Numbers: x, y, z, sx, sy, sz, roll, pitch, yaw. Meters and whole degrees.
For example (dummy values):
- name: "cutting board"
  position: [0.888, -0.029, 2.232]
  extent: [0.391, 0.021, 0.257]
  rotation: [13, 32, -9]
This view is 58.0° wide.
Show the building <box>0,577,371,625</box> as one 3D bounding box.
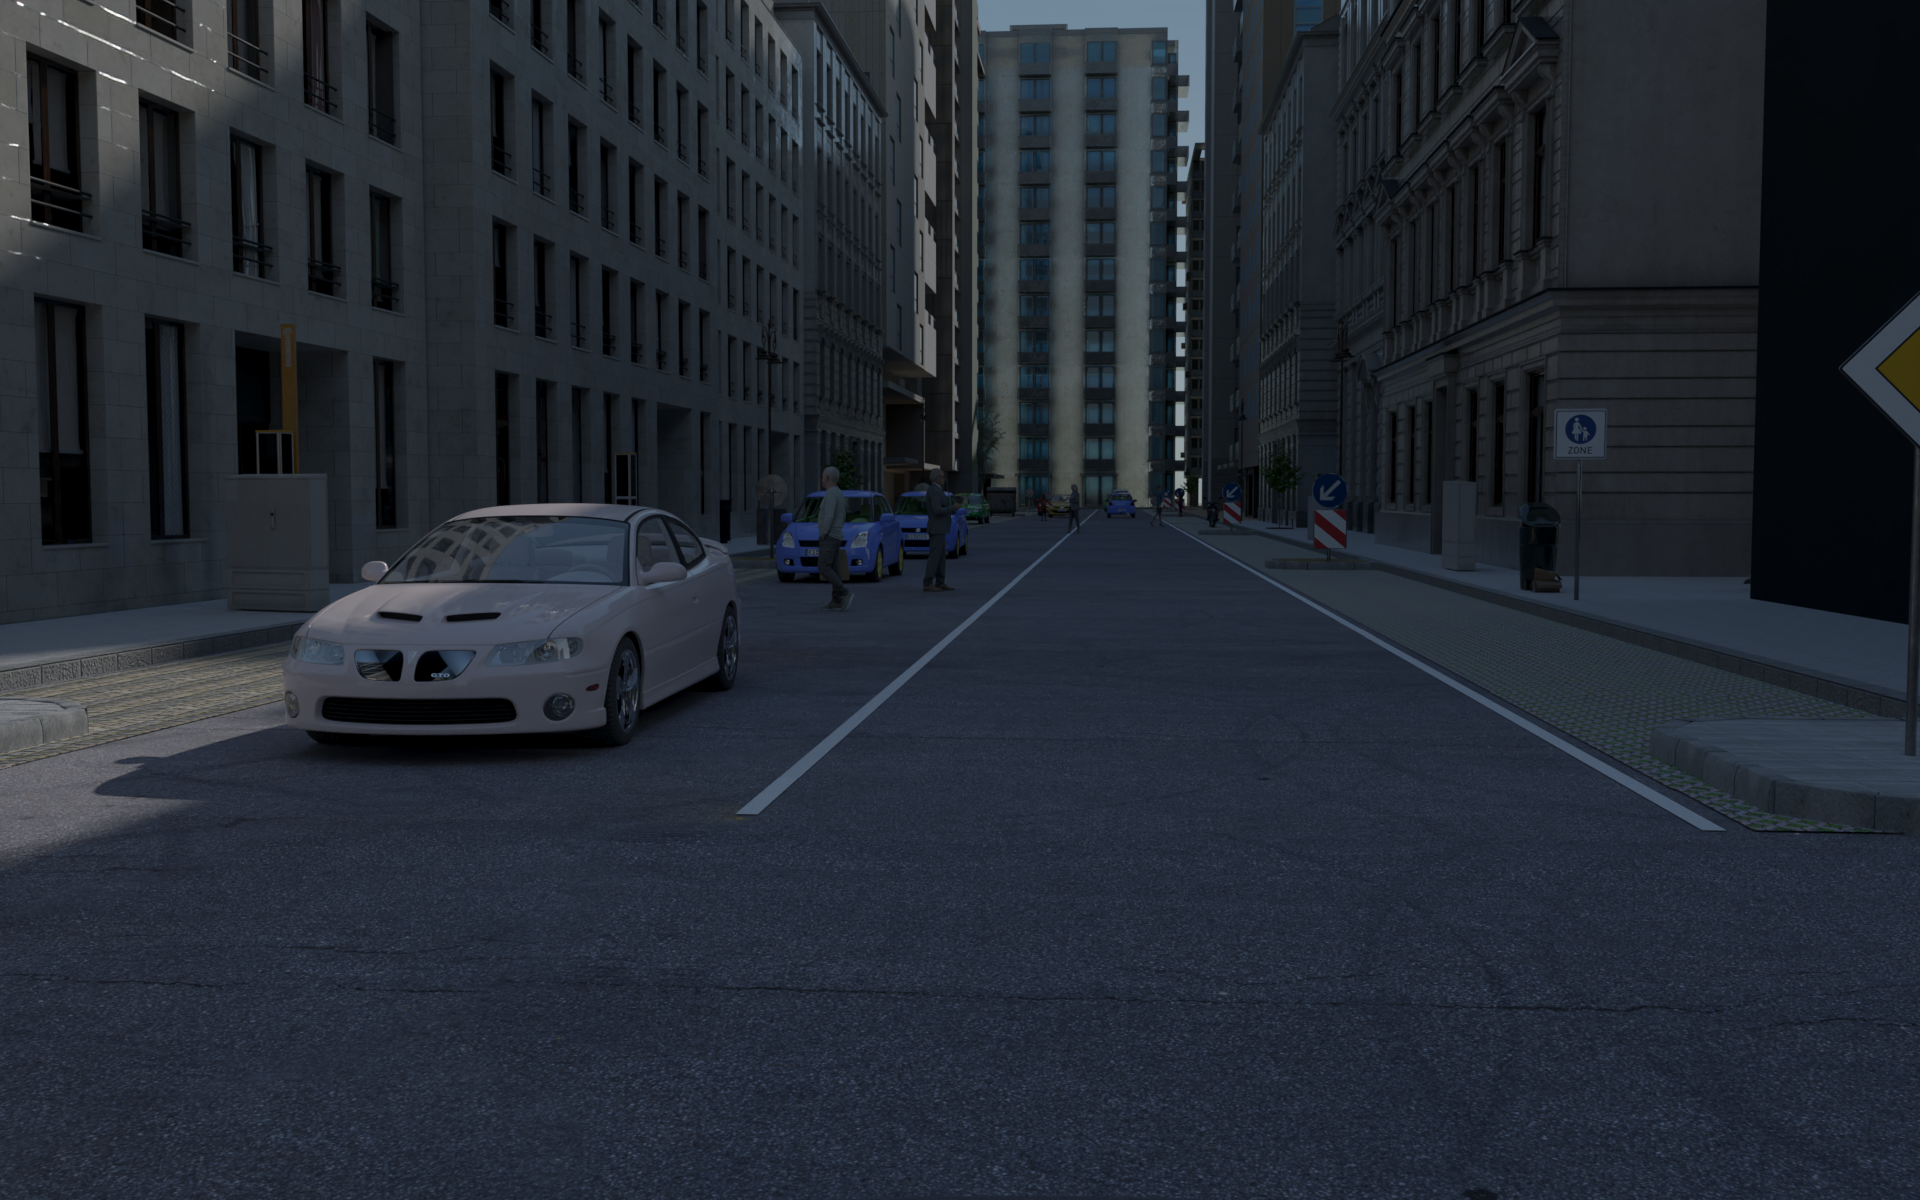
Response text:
- name: "building"
  position: [-14.352, -10.051, 19.083]
  extent: [10.420, 20.320, 16.860]
  rotation: [0, 4, 5]

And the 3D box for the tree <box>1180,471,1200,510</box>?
- name: "tree"
  position: [19.014, -9.117, 143.661]
  extent: [1.663, 3.219, 1.824]
  rotation: [0, 3, 0]

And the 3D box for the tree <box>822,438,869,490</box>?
- name: "tree"
  position: [-3.907, -3.969, 59.496]
  extent: [1.663, 3.219, 1.824]
  rotation: [0, 3, 0]

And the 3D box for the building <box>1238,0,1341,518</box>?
- name: "building"
  position: [22.206, -26.934, 90.484]
  extent: [14.600, 45.320, 14.200]
  rotation: [0, 4, 5]

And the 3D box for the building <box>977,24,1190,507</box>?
- name: "building"
  position: [8.120, -34.253, 179.651]
  extent: [30.456, 49.044, 23.786]
  rotation: [0, 4, 5]

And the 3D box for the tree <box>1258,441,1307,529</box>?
- name: "tree"
  position: [11.902, -4.223, 63.652]
  extent: [1.663, 3.219, 1.824]
  rotation: [0, 3, 0]

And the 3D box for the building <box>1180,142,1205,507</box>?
- name: "building"
  position: [35.612, -29.957, 181.684]
  extent: [23.993, 40.220, 32.217]
  rotation: [0, 4, 5]

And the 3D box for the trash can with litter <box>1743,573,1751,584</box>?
- name: "trash can with litter"
  position: [10.908, -0.707, 22.948]
  extent: [0.624, 1.170, 1.055]
  rotation: [-2, 4, -29]

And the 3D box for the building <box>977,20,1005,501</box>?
- name: "building"
  position: [-11.203, -30.292, 149.894]
  extent: [28.867, 44.769, 22.147]
  rotation: [0, 4, 5]

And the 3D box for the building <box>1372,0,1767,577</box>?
- name: "building"
  position: [14.681, -10.425, 35.069]
  extent: [10.561, 19.102, 19.286]
  rotation: [0, 4, 5]

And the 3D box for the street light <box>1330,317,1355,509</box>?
- name: "street light"
  position: [10.009, -4.446, 45.474]
  extent: [0.468, 5.910, 1.993]
  rotation: [0, 4, 5]

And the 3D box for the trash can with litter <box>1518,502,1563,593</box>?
- name: "trash can with litter"
  position: [7.753, -0.704, 22.898]
  extent: [0.624, 1.170, 1.055]
  rotation: [0, 4, 4]

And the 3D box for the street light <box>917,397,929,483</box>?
- name: "street light"
  position: [-1.742, -6.695, 82.258]
  extent: [0.468, 5.910, 1.993]
  rotation: [0, 4, 5]

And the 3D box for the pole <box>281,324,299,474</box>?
- name: "pole"
  position: [-8.061, -1.654, 20.881]
  extent: [0.158, 3.312, 0.155]
  rotation: [0, 3, 0]

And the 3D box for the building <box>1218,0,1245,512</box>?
- name: "building"
  position: [29.448, -30.156, 112.664]
  extent: [23.786, 49.044, 30.456]
  rotation: [0, 4, 5]

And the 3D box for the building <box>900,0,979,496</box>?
- name: "building"
  position: [-6.286, -26.631, 119.010]
  extent: [14.154, 41.232, 14.086]
  rotation: [0, 4, 5]

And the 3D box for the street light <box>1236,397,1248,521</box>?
- name: "street light"
  position: [13.455, -6.723, 82.710]
  extent: [0.468, 5.910, 1.993]
  rotation: [0, 4, 5]

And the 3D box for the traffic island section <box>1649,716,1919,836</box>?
- name: "traffic island section"
  position: [4.686, 0.842, 8.513]
  extent: [2.009, 0.180, 2.903]
  rotation: [0, 4, 5]

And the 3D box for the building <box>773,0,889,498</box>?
- name: "building"
  position: [-8.930, -13.550, 70.691]
  extent: [9.793, 20.994, 18.267]
  rotation: [0, 4, 5]

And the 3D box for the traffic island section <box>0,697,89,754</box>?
- name: "traffic island section"
  position: [-6.261, 0.782, 9.498]
  extent: [2.009, 0.180, 2.903]
  rotation: [0, 4, 5]

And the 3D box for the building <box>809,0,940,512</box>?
- name: "building"
  position: [-15.815, -31.158, 98.677]
  extent: [28.713, 52.752, 27.495]
  rotation: [0, 4, 5]

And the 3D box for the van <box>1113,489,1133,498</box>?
- name: "van"
  position: [14.249, -8.944, 153.250]
  extent: [2.013, 2.044, 4.112]
  rotation: [0, 4, 7]

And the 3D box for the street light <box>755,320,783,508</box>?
- name: "street light"
  position: [-5.060, -4.483, 46.079]
  extent: [0.468, 5.910, 1.993]
  rotation: [0, 4, 5]

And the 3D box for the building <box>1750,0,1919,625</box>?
- name: "building"
  position: [17.004, -11.254, 13.688]
  extent: [15.834, 23.373, 12.332]
  rotation: [0, 4, 5]

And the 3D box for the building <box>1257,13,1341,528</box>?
- name: "building"
  position: [18.238, -13.732, 73.667]
  extent: [9.793, 20.994, 18.267]
  rotation: [0, 4, 5]

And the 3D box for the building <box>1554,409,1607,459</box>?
- name: "building"
  position: [56.884, -22.978, 147.398]
  extent: [14.107, 30.474, 14.160]
  rotation: [0, 4, 5]

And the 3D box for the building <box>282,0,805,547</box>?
- name: "building"
  position: [-11.393, -12.101, 52.610]
  extent: [10.420, 20.320, 16.860]
  rotation: [0, 4, 5]

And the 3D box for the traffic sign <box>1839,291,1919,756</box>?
- name: "traffic sign"
  position: [4.661, -0.293, 8.438]
  extent: [0.795, 2.450, 0.064]
  rotation: [0, 4, 5]

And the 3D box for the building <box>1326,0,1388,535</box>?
- name: "building"
  position: [17.907, -13.787, 54.302]
  extent: [11.050, 23.489, 19.941]
  rotation: [0, 4, 5]

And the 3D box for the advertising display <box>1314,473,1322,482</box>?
- name: "advertising display"
  position: [11.205, -3.003, 54.315]
  extent: [0.123, 1.923, 0.974]
  rotation: [0, 4, 4]

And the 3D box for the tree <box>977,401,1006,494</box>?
- name: "tree"
  position: [1.510, -11.241, 134.145]
  extent: [4.360, 8.622, 3.978]
  rotation: [0, 3, 0]

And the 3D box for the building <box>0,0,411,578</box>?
- name: "building"
  position: [-12.057, -11.072, 35.774]
  extent: [10.420, 20.320, 16.860]
  rotation: [0, 4, 5]

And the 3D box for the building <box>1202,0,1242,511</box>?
- name: "building"
  position: [30.617, -36.691, 141.892]
  extent: [21.231, 58.520, 28.212]
  rotation: [0, 4, 5]
